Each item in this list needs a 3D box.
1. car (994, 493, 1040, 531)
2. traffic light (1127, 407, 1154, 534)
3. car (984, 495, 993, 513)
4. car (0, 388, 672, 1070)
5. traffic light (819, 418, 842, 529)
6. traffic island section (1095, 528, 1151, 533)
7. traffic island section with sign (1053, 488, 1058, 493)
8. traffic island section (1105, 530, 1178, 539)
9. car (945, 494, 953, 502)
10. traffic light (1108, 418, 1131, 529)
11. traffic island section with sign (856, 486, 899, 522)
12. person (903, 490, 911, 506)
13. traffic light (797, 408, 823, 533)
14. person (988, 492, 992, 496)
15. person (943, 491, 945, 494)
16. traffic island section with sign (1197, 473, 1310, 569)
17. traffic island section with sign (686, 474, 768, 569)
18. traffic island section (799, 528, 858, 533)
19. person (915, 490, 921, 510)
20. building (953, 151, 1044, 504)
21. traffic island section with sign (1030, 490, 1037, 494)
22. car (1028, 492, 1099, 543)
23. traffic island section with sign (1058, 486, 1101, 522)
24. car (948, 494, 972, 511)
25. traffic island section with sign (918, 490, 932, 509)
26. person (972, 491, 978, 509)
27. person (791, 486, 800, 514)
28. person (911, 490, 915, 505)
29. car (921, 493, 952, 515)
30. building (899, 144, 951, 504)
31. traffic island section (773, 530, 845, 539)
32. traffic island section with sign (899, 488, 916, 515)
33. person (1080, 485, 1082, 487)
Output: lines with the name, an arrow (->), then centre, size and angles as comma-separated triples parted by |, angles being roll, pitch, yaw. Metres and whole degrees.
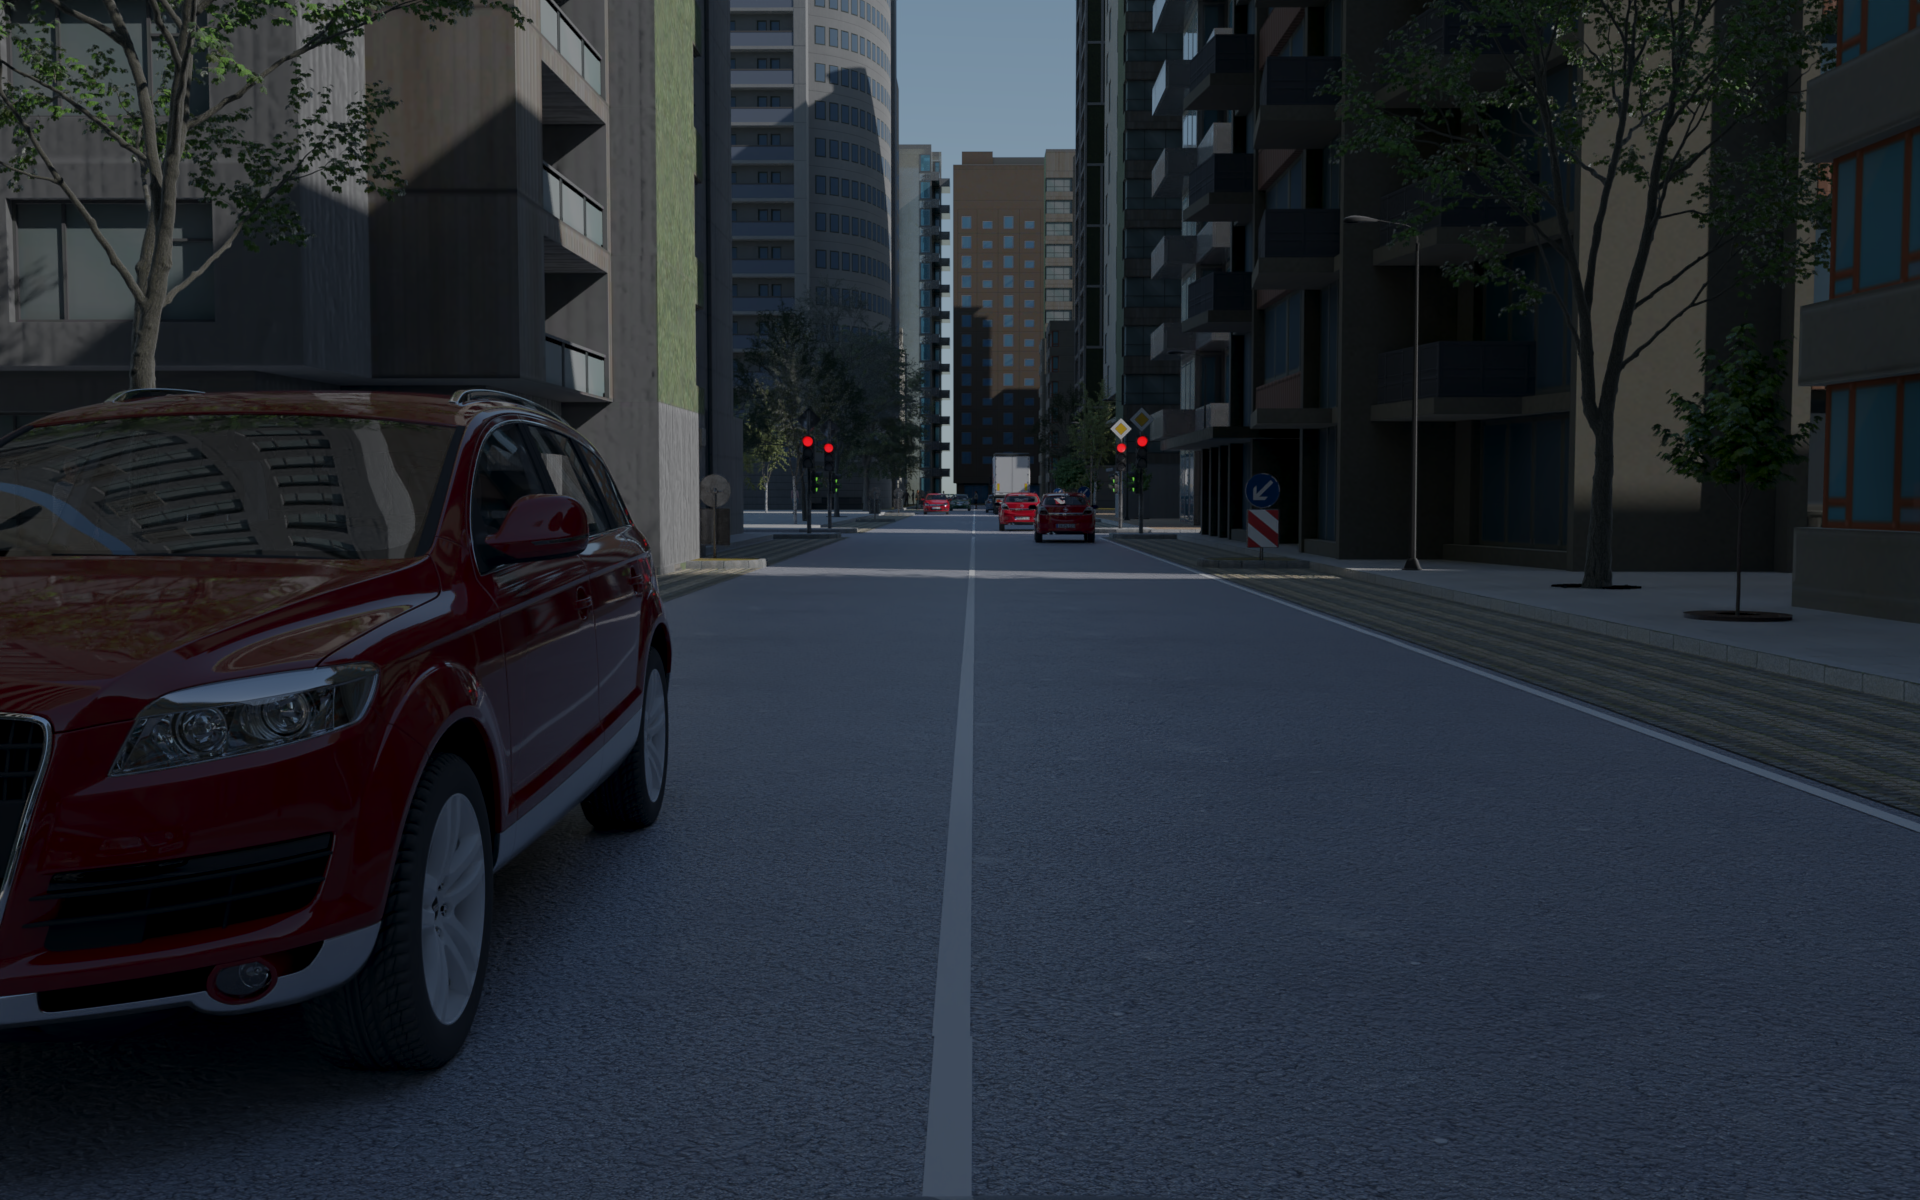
car -> 2.426, -3.643, 68.601 | 2.155, 1.783, 4.494 | 0, 4, 1
traffic light -> 5.865, -4.116, 56.215 | 0.839, 4.253, 0.868 | 0, 4, 1
car -> 2.840, -7.439, 133.631 | 2.014, 1.417, 4.499 | 0, 4, 1
car -> -2.293, 0.164, 5.984 | 2.281, 1.827, 5.304 | 0, 4, -1
traffic light -> -4.825, -4.609, 64.278 | 0.839, 4.253, 0.868 | 0, 4, 1
traffic island section -> 5.976, -2.571, 64.313 | 2.009, 0.180, 2.903 | 0, 4, 1
traffic island section with sign -> 6.441, -6.562, 115.918 | 1.989, 1.847, 2.006 | 0, 4, 1
traffic island section -> 5.905, -2.082, 56.328 | 2.009, 0.180, 2.903 | 0, 4, 1
car -> -1.213, -10.838, 186.001 | 1.959, 1.807, 4.718 | 0, 4, 2
traffic light -> 5.936, -4.604, 64.199 | 0.839, 4.253, 0.868 | 0, 4, 1
traffic island section with sign -> -4.312, -4.917, 89.013 | 1.989, 1.847, 2.006 | 0, 4, 1
person -> -5.690, -10.882, 184.509 | 0.990, 1.755, 0.434 | 2, 4, 29
traffic light -> -4.896, -4.121, 56.293 | 0.839, 4.253, 0.868 | 0, 4, 1
person -> 2.771, -8.685, 151.974 | 0.593, 1.643, 0.415 | -1, 4, -9
person -> -1.945, -11.816, 201.778 | 0.705, 1.812, 1.348 | 0, 4, 1
traffic island section with sign -> 5.710, -1.554, 34.039 | 1.989, 1.847, 2.006 | 0, 4, 1
traffic island section with sign -> -4.810, -1.546, 33.911 | 1.989, 1.847, 2.006 | 0, 4, 1
traffic island section -> -4.865, -2.577, 64.413 | 2.009, 0.180, 2.903 | 0, 4, 1
person -> -3.842, -9.149, 158.106 | 0.705, 1.821, 1.348 | 1, 4, 22
building -> 6.269, -35.425, 229.308 | 14.200, 45.320, 14.600 | 0, 4, 1
traffic island section with sign -> 6.880, -9.629, 166.063 | 1.989, 1.847, 2.006 | 0, 4, 1
car -> 3.146, -2.659, 52.510 | 2.155, 1.783, 4.494 | 0, 4, 2
traffic island section with sign -> 6.211, -4.910, 88.911 | 1.989, 1.847, 2.006 | 0, 4, 1
car -> 0.014, -8.360, 148.484 | 2.131, 1.459, 4.920 | 0, 4, 1
traffic island section with sign -> -3.636, -9.635, 166.166 | 1.989, 1.847, 2.006 | 0, 4, 1
person -> 1.432, -9.501, 164.632 | 0.721, 1.735, 1.217 | -1, 4, -22
person -> -10.546, -6.420, 111.021 | 0.555, 1.821, 0.388 | 0, 4, -5
person -> -5.777, -12.618, 212.355 | 0.705, 1.824, 1.348 | 1, 4, 14
car -> -1.645, -6.830, 120.705 | 2.155, 1.783, 4.494 | 0, 4, 0
building -> -16.524, -37.628, 234.821 | 30.456, 49.044, 23.786 | 0, 4, 1
traffic island section -> -4.936, -2.089, 56.428 | 2.009, 0.180, 2.903 | 0, 4, 1
traffic island section with sign -> -4.074, -6.618, 116.831 | 1.989, 1.847, 2.006 | 0, 4, 1
person -> 8.791, -7.283, 124.486 | 0.648, 1.900, 0.474 | -1, 4, -13
